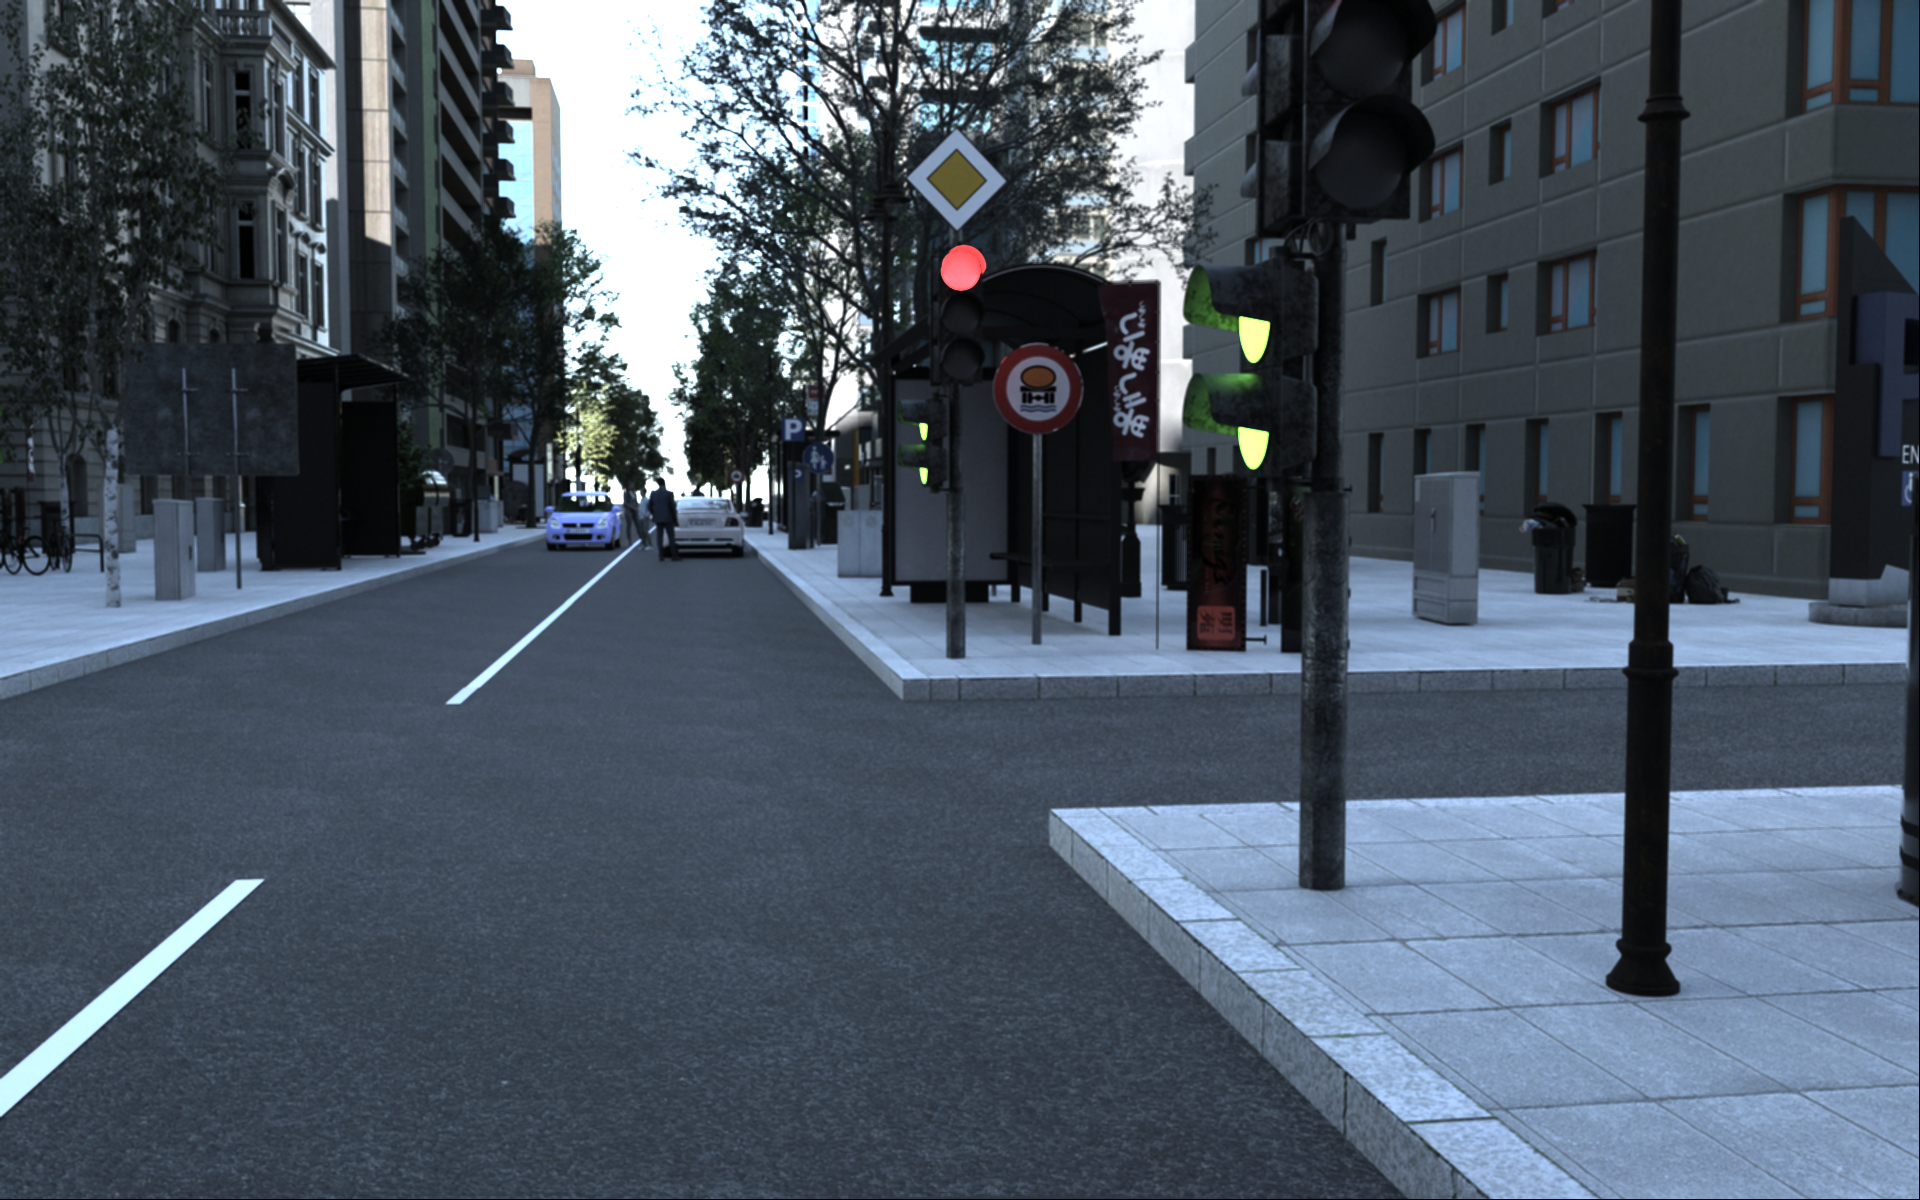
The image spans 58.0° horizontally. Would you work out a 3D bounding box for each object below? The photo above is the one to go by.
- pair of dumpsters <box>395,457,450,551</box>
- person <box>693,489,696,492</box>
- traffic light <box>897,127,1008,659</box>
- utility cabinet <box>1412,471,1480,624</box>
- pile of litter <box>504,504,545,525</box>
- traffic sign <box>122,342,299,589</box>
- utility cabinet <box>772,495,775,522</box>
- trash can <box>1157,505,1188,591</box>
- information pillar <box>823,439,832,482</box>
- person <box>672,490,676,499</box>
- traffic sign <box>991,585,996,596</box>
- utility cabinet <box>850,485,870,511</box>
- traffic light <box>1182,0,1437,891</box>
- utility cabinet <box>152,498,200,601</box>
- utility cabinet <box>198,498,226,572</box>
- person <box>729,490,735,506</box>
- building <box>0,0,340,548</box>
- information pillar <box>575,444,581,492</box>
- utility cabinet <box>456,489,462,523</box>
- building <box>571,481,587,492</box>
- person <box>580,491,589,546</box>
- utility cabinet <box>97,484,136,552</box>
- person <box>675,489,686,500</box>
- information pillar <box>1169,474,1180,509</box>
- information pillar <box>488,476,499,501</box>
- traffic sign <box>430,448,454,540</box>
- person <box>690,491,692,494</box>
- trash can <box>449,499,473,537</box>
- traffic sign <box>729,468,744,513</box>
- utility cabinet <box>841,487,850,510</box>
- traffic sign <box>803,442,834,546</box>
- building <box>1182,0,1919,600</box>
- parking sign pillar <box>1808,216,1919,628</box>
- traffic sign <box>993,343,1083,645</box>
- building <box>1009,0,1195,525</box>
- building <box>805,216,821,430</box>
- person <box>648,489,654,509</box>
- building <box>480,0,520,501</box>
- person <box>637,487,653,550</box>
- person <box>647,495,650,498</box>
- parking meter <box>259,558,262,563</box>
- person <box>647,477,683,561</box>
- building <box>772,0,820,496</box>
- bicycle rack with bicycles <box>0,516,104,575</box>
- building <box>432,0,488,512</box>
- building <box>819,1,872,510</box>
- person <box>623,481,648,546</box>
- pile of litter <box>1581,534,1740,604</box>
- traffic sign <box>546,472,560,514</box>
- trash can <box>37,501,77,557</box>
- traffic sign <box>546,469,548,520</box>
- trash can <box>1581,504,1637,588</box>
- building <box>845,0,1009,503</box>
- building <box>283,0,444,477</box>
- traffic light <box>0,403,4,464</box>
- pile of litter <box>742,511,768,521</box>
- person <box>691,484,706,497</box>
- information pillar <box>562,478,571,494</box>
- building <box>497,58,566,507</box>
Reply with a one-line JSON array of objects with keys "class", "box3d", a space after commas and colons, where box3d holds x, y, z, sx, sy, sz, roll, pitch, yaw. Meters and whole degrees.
[{"class": "pair of dumpsters", "box3d": [-13.039, -2.331, 40.610, 1.574, 2.255, 4.437, -1, 4, -9]}, {"class": "person", "box3d": [-13.104, -4.658, 85.667, 0.512, 1.701, 0.522, 3, 5, 39]}, {"class": "traffic light", "box3d": [-0.051, -1.500, 13.445, 0.839, 4.253, 0.868, -1, 4, -9]}, {"class": "utility cabinet", "box3d": [4.862, -0.533, 17.401, 0.318, 1.500, 1.173, 0, 4, -2]}, {"class": "pile of litter", "box3d": [-18.322, -3.584, 72.570, 1.719, 0.858, 1.176, 1, 4, 10]}, {"class": "traffic sign", "box3d": [-10.089, -1.802, 23.344, 2.265, 3.308, 0.079, 0, 4, -5]}, {"class": "utility cabinet", "box3d": [-8.312, -4.259, 80.799, 1.020, 1.237, 0.306, -2, 4, -28]}, {"class": "trash can", "box3d": [3.008, -0.707, 23.213, 0.748, 1.137, 0.748, 0, 3, 0]}, {"class": "information pillar", "box3d": [-5.699, -5.055, 74.009, 0.504, 3.616, 0.183, 1, 4, 12]}, {"class": "person", "box3d": [-31.510, -11.143, 190.619, 0.705, 1.831, 1.348, -2, 4, -32]}, {"class": "traffic sign", "box3d": [0.426, -1.328, 21.716, 0.884, 2.594, 0.081, 0, 4, -5]}, {"class": "utility cabinet", "box3d": [-2.312, -1.955, 40.641, 0.318, 1.500, 1.173, 0, 4, -7]}, {"class": "traffic light", "box3d": [1.165, -1.017, 5.553, 0.839, 4.253, 0.868, -1, 4, -9]}, {"class": "utility cabinet", "box3d": [-9.648, -0.620, 21.299, 0.306, 1.237, 1.020, -1, 4, -14]}, {"class": "utility cabinet", "box3d": [-12.547, -1.093, 29.034, 0.306, 1.237, 1.020, -1, 4, -14]}, {"class": "person", "box3d": [-21.825, -9.655, 166.363, 1.348, 1.823, 0.705, 3, 5, 43]}, {"class": "building", "box3d": [-29.509, -14.529, 56.634, 14.460, 24.649, 34.723, -1, 4, -9]}, {"class": "information pillar", "box3d": [-17.861, -5.486, 81.050, 0.183, 3.616, 0.504, -3, 4, -36]}, {"class": "utility cabinet", "box3d": [-21.860, -4.049, 74.877, 0.318, 1.500, 1.173, 0, 4, 1]}, {"class": "building", "box3d": [-65.225, -32.542, 223.944, 32.217, 40.220, 23.993, -1, 4, -9]}, {"class": "person", "box3d": [-10.321, -2.233, 47.610, 0.503, 1.515, 0.523, 1, 4, 21]}, {"class": "utility cabinet", "box3d": [-18.517, -1.796, 38.049, 1.173, 1.500, 0.318, 3, 5, 41]}, {"class": "person", "box3d": [-20.440, -7.305, 127.956, 1.348, 1.822, 0.705, -1, 4, -21]}, {"class": "information pillar", "box3d": [7.796, -3.581, 63.046, 0.304, 2.012, 0.304, 2, 4, 28]}, {"class": "information pillar", "box3d": [-18.739, -3.981, 69.574, 0.304, 2.012, 0.304, 1, 4, 17]}, {"class": "traffic sign", "box3d": [-14.348, -2.920, 47.844, 0.768, 2.556, 0.104, 0, 4, -3]}, {"class": "person", "box3d": [-22.644, -8.368, 146.028, 1.217, 1.735, 0.721, 1, 4, 13]}, {"class": "trash can", "box3d": [-14.932, -2.455, 51.785, 0.748, 1.137, 0.748, 0, 3, 0]}, {"class": "traffic sign", "box3d": [-11.024, -5.225, 85.534, 0.768, 2.556, 0.104, 0, 4, -2]}, {"class": "utility cabinet", "box3d": [-3.882, -2.763, 53.856, 0.318, 1.500, 1.173, 3, 4, 38]}, {"class": "traffic sign", "box3d": [-3.485, -2.604, 42.687, 0.768, 2.556, 0.104, 0, 4, -3]}, {"class": "building", "box3d": [22.535, -11.682, 36.046, 28.899, 21.520, 27.650, -1, 4, -9]}, {"class": "parking sign pillar", "box3d": [9.241, -1.752, 17.111, 1.447, 3.967, 1.447, -2, 4, -28]}, {"class": "traffic sign", "box3d": [0.657, -0.894, 14.724, 0.768, 2.556, 0.104, 0, 4, -4]}, {"class": "building", "box3d": [15.365, -23.697, 79.333, 32.217, 40.220, 23.993, -1, 4, -9]}, {"class": "building", "box3d": [-5.635, -31.393, 205.164, 32.217, 40.220, 23.993, -1, 4, -9]}, {"class": "person", "box3d": [-24.545, -7.933, 138.210, 1.348, 1.823, 0.705, -3, 5, -44]}, {"class": "building", "box3d": [-45.999, -29.229, 132.522, 22.147, 44.769, 28.867, -1, 4, -9]}, {"class": "person", "box3d": [-8.092, -2.085, 44.393, 0.330, 1.601, 0.589, -2, 4, -32]}, {"class": "person", "box3d": [-22.587, -7.118, 124.755, 0.599, 1.838, 0.709, -2, 4, -29]}, {"class": "parking meter", "box3d": [-12.990, -1.477, 32.564, 0.372, 1.533, 0.369, 0, 3, 0]}, {"class": "person", "box3d": [-6.337, -1.742, 37.159, 0.721, 1.800, 0.419, 0, 4, 1]}, {"class": "building", "box3d": [-13.923, -56.183, 231.261, 22.319, 86.520, 31.000, -1, 4, -9]}, {"class": "bicycle rack with bicycles", "box3d": [-15.320, -0.905, 28.179, 2.925, 0.926, 2.852, 3, 5, 42]}, {"class": "building", "box3d": [-41.888, -29.593, 107.555, 21.300, 48.544, 21.600, -1, 4, -9]}, {"class": "building", "box3d": [-1.002, -36.727, 142.481, 21.231, 58.520, 28.212, -1, 4, -9]}, {"class": "person", "box3d": [-8.956, -2.380, 47.694, 0.573, 1.790, 0.520, 1, 4, 23]}, {"class": "pile of litter", "box3d": [8.345, -0.406, 20.608, 1.719, 0.858, 1.176, 2, 4, 26]}, {"class": "traffic sign", "box3d": [-20.136, -5.161, 85.575, 0.795, 2.450, 0.064, 0, 4, -8]}, {"class": "trash can", "box3d": [-18.570, -1.468, 35.654, 0.748, 1.137, 0.748, 0, 3, 0]}, {"class": "traffic sign", "box3d": [-20.615, -5.277, 86.380, 0.768, 2.556, 0.104, 0, 4, -7]}, {"class": "trash can", "box3d": [8.928, -0.744, 23.825, 0.748, 1.137, 0.748, 0, 3, 0]}, {"class": "building", "box3d": [4.934, -30.242, 114.058, 23.786, 49.044, 30.456, -1, 4, -9]}, {"class": "building", "box3d": [-35.630, -24.901, 90.720, 14.154, 41.232, 14.086, -1, 4, -9]}, {"class": "traffic light", "box3d": [-7.324, -1.431, 12.313, 0.839, 4.253, 0.868, -1, 4, -9]}, {"class": "pile of litter", "box3d": [-9.916, -4.296, 84.201, 1.719, 0.858, 1.176, -1, 4, -22]}, {"class": "person", "box3d": [-10.302, -3.634, 67.899, 0.794, 1.824, 0.713, 1, 4, 8]}, {"class": "information pillar", "box3d": [-18.548, -4.723, 81.719, 0.304, 2.012, 0.304, -3, 5, -44]}, {"class": "building", "box3d": [-49.206, -32.531, 181.993, 14.600, 45.320, 14.200, -1, 4, -9]}]
